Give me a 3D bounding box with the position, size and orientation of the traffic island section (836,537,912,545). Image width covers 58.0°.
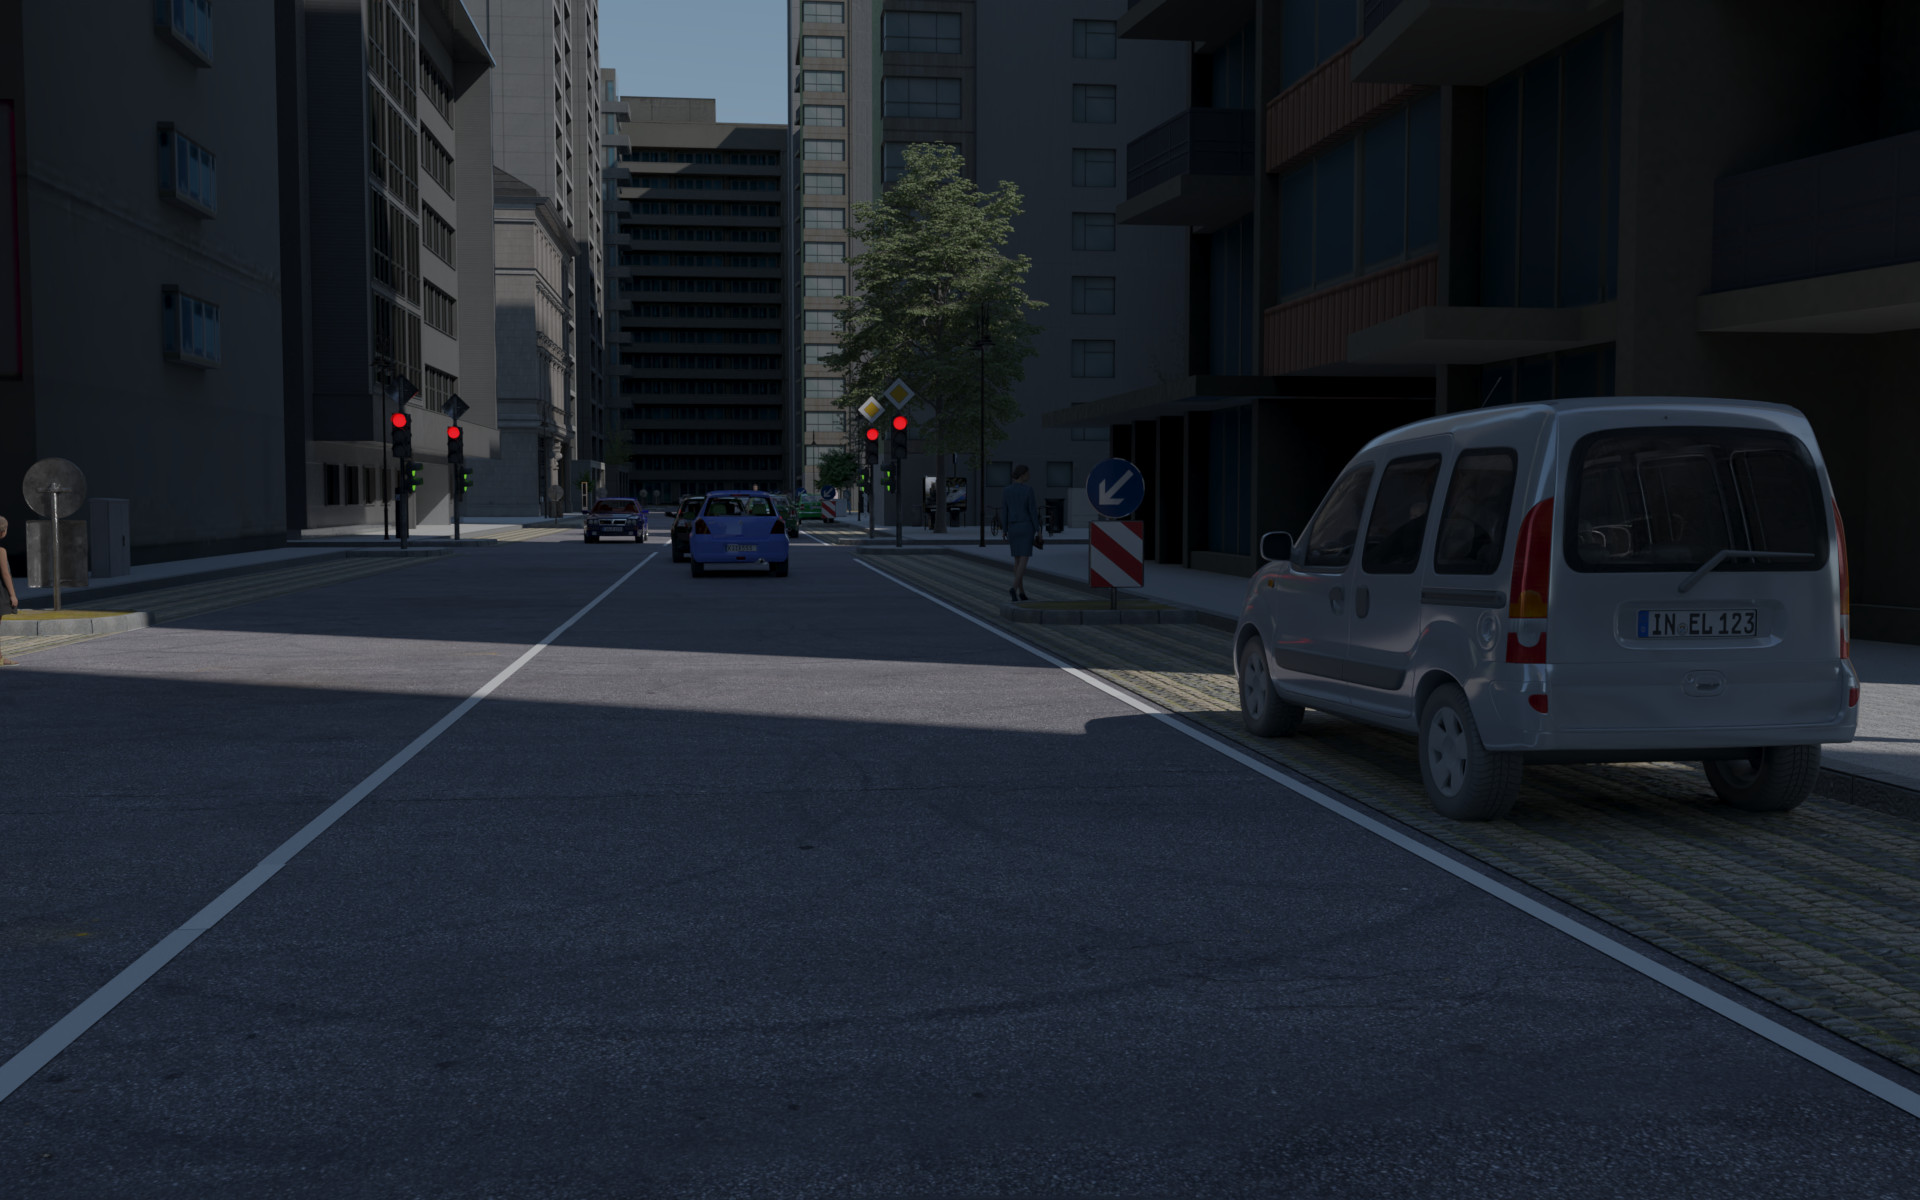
[{"bbox_3d":[-2.510,-1.686,49.854,2.009,0.180,2.903,0,4,-8],"label":"traffic island section"}]

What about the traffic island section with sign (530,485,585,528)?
[{"bbox_3d":[-17.061,-3.952,73.245,1.989,1.847,2.006,0,4,-8],"label":"traffic island section with sign"}]

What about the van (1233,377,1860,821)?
[{"bbox_3d":[2.725,-0.123,9.026,2.013,2.044,4.112,-1,4,-9],"label":"van"}]

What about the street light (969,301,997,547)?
[{"bbox_3d":[0.542,-4.216,41.724,0.468,5.910,1.993,0,4,-8],"label":"street light"}]

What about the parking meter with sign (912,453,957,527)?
[{"bbox_3d":[-1.007,-4.364,67.616,1.738,3.016,0.543,1,4,10],"label":"parking meter with sign"}]

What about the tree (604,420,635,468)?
[{"bbox_3d":[-33.801,-13.451,170.284,4.737,8.622,4.395,0,3,0],"label":"tree"}]

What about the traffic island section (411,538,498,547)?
[{"bbox_3d":[-14.049,-1.593,48.321,2.009,0.180,2.903,0,4,-8],"label":"traffic island section"}]

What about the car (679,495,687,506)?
[{"bbox_3d":[-29.657,-10.822,189.296,2.083,1.381,4.827,0,4,-6],"label":"car"}]

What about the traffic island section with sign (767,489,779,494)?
[{"bbox_3d":[-19.674,-10.365,178.095,1.989,1.847,2.006,0,4,-8],"label":"traffic island section with sign"}]

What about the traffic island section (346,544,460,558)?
[{"bbox_3d":[-12.990,-1.109,40.406,2.009,0.180,2.903,0,4,-8],"label":"traffic island section"}]

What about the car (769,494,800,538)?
[{"bbox_3d":[-6.387,-2.822,57.930,2.131,1.459,4.920,-1,4,-9],"label":"car"}]

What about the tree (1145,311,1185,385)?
[{"bbox_3d":[9.379,-7.180,67.758,4.360,8.622,3.978,0,3,0],"label":"tree"}]

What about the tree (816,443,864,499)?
[{"bbox_3d":[-7.693,-7.758,110.560,4.285,4.588,4.351,0,3,0],"label":"tree"}]

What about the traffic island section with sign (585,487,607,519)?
[{"bbox_3d":[-20.635,-5.586,99.963,1.989,1.847,2.006,0,4,-8],"label":"traffic island section with sign"}]

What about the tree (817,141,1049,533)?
[{"bbox_3d":[-0.802,-8.481,56.795,7.486,12.596,7.792,0,3,0],"label":"tree"}]

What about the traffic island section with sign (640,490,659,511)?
[{"bbox_3d":[-27.310,-8.635,149.817,1.989,1.847,2.006,0,4,-8],"label":"traffic island section with sign"}]

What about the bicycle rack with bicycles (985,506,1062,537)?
[{"bbox_3d":[1.905,-2.413,52.835,2.852,0.926,2.925,1,4,13],"label":"bicycle rack with bicycles"}]

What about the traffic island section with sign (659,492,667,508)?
[{"bbox_3d":[-30.986,-10.317,177.309,1.989,1.847,2.006,0,4,-8],"label":"traffic island section with sign"}]

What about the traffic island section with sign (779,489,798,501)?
[{"bbox_3d":[-9.461,-5.700,101.823,1.989,1.847,2.006,0,4,-8],"label":"traffic island section with sign"}]

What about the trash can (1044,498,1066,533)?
[{"bbox_3d":[3.111,-2.764,56.840,0.748,1.137,0.748,0,3,0],"label":"trash can"}]

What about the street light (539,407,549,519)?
[{"bbox_3d":[-21.741,-7.214,90.731,0.468,5.910,1.993,0,4,-8],"label":"street light"}]

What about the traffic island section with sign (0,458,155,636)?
[{"bbox_3d":[-9.709,-0.590,18.271,1.989,1.847,2.006,0,4,-8],"label":"traffic island section with sign"}]

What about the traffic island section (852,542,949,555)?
[{"bbox_3d":[-1.450,-1.202,41.939,2.009,0.180,2.903,0,4,-8],"label":"traffic island section"}]

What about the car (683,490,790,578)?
[{"bbox_3d":[-4.003,-1.318,31.135,1.945,1.707,3.694,-1,4,-9],"label":"car"}]

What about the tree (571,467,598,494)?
[{"bbox_3d":[-26.100,-7.746,121.249,1.663,3.219,1.824,0,3,0],"label":"tree"}]

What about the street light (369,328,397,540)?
[{"bbox_3d":[-16.099,-4.627,48.444,0.468,5.910,1.993,0,4,-8],"label":"street light"}]

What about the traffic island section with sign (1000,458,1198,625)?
[{"bbox_3d":[1.505,-0.684,19.814,1.989,1.847,2.006,0,4,-8],"label":"traffic island section with sign"}]

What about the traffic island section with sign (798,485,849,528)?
[{"bbox_3d":[-5.812,-4.028,74.489,1.989,1.847,2.006,0,4,-8],"label":"traffic island section with sign"}]

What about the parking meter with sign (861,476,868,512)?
[{"bbox_3d":[-6.721,-7.790,123.619,0.543,3.016,1.738,0,4,-1],"label":"parking meter with sign"}]

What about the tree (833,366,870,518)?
[{"bbox_3d":[-5.046,-8.789,94.058,4.360,8.622,3.978,0,3,0],"label":"tree"}]

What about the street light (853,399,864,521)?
[{"bbox_3d":[-4.812,-6.707,82.450,0.468,5.910,1.993,0,4,-8],"label":"street light"}]

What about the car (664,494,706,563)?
[{"bbox_3d":[-5.415,-1.707,37.703,2.009,1.686,4.222,-1,4,-10],"label":"car"}]

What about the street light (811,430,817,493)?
[{"bbox_3d":[-10.476,-9.257,124.139,0.468,5.910,1.993,0,4,-8],"label":"street light"}]

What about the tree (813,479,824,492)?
[{"bbox_3d":[-9.796,-8.222,129.031,1.663,3.219,1.824,0,3,0],"label":"tree"}]

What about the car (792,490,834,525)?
[{"bbox_3d":[-7.005,-4.496,82.299,1.959,1.807,4.718,-1,4,-9],"label":"car"}]
